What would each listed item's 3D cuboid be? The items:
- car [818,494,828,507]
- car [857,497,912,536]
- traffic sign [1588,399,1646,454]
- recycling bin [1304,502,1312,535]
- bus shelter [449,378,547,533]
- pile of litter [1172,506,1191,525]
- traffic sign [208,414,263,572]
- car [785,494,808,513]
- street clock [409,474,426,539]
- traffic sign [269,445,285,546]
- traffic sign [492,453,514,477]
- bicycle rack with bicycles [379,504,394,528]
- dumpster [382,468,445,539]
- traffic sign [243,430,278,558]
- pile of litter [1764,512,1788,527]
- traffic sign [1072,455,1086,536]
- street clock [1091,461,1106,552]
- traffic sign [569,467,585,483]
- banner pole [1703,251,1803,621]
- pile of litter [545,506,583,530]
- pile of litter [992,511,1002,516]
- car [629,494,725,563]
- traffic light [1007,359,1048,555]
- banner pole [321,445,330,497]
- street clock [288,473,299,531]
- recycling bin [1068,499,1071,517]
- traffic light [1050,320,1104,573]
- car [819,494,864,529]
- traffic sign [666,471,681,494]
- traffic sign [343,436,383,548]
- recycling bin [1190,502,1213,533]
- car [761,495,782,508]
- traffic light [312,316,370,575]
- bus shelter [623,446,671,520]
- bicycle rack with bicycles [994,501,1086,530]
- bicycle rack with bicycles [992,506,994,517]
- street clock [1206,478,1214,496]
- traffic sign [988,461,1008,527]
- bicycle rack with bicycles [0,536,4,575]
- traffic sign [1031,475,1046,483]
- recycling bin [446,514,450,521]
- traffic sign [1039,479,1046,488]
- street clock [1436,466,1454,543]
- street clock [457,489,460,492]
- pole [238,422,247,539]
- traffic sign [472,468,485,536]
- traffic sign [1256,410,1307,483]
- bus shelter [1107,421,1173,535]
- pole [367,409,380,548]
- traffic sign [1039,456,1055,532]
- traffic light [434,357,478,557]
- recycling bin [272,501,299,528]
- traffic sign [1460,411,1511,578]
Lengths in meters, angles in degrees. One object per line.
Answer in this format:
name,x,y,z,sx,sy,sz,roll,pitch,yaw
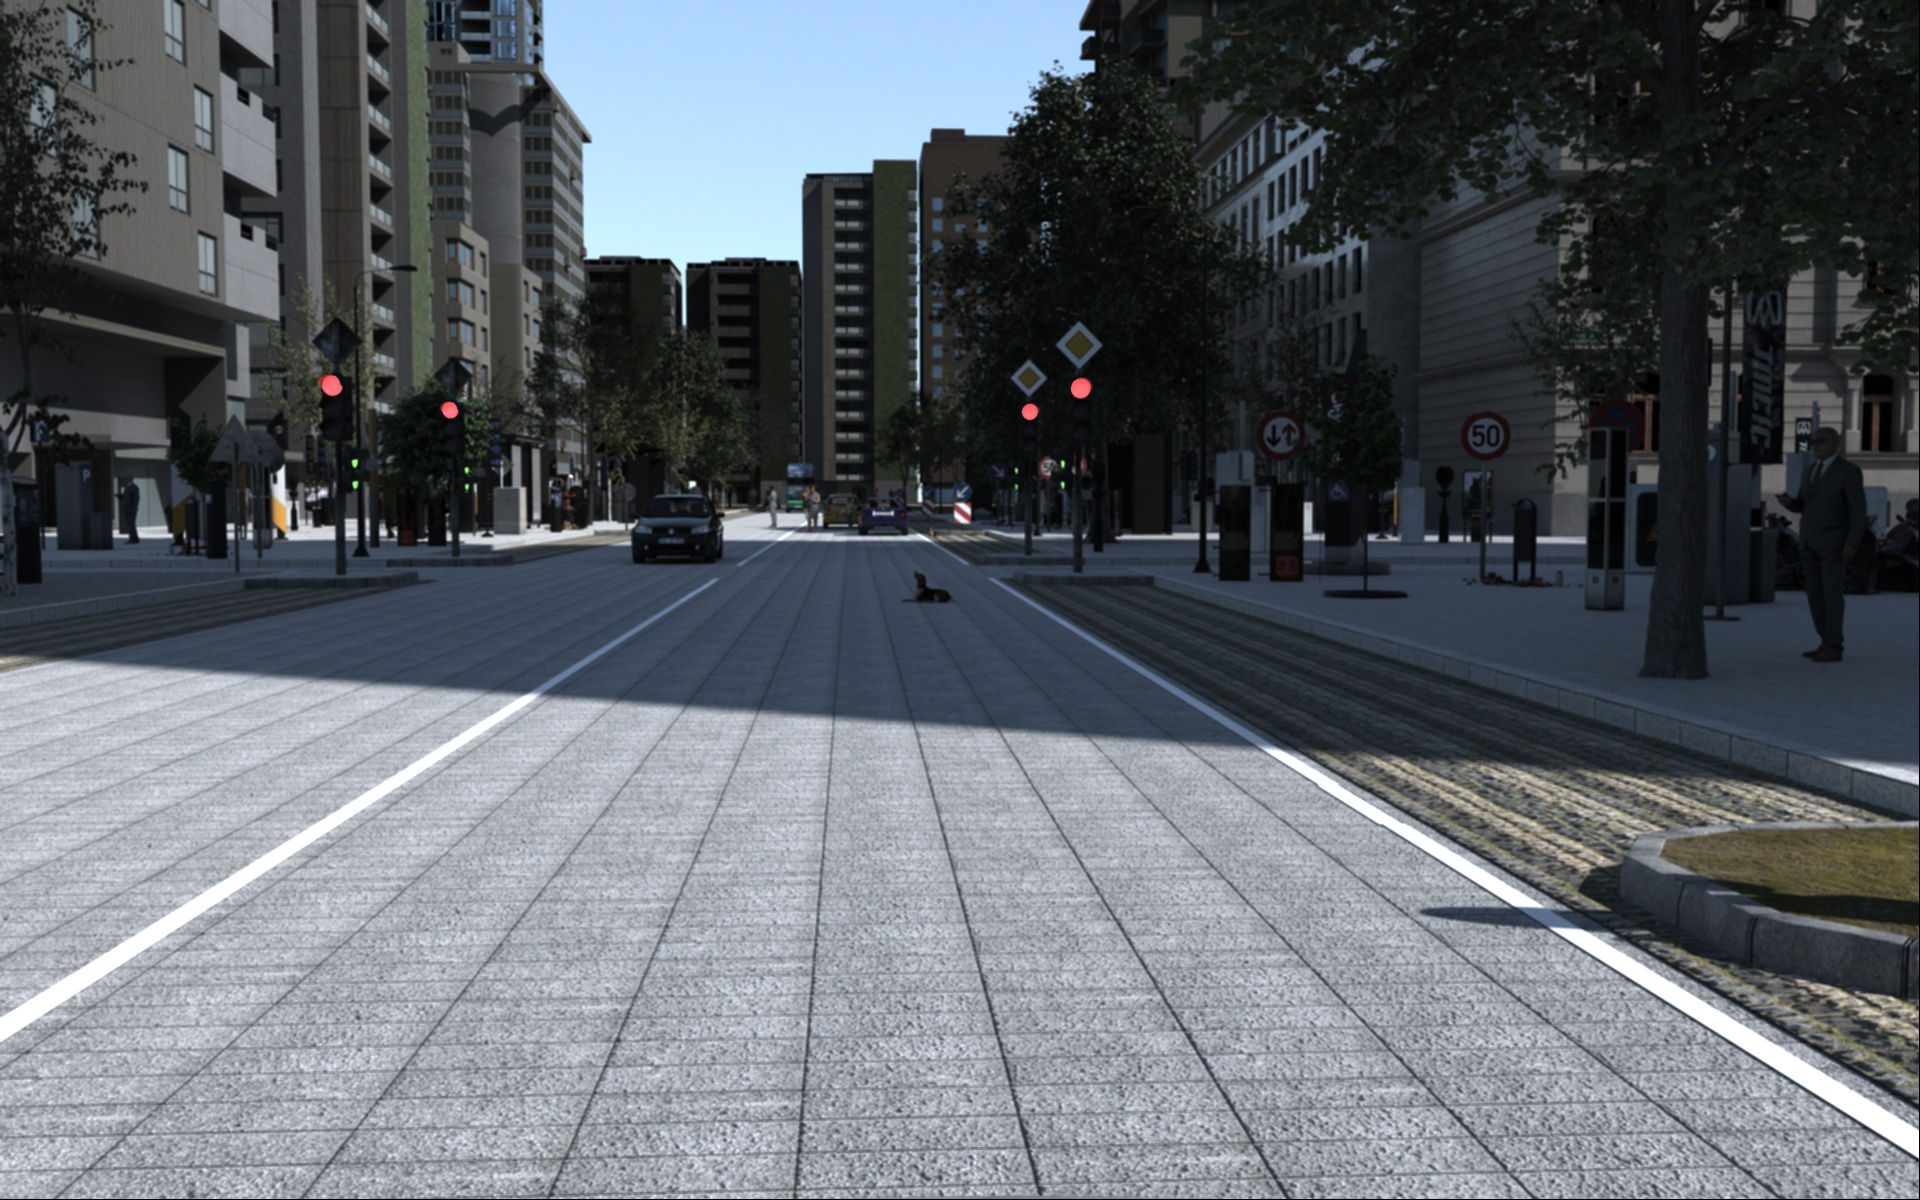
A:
car,-14.138,-9.802,172.272,2.014,1.417,4.499,0,4,-2
car,-2.677,-2.965,61.062,1.945,1.354,3.894,0,4,-2
traffic sign,8.828,-1.423,23.370,0.768,2.556,0.104,0,4,3
recycling bin,10.542,-2.548,54.207,0.722,1.027,0.722,-1,4,-19
bus shelter,-16.461,-5.112,61.211,2.179,5.291,8.768,0,4,-3
pile of litter,9.538,-3.635,73.393,1.176,0.858,1.719,1,4,8
traffic sign,-11.826,-1.729,28.272,0.884,2.594,0.081,0,4,-2
car,-12.350,-7.544,132.142,1.959,1.807,4.718,0,4,-4
street clock,-15.323,-2.717,48.995,0.471,2.002,0.358,2,4,30
traffic sign,-17.083,-2.614,42.843,0.768,2.556,0.104,0,4,-1
traffic sign,-14.572,-3.383,55.051,0.795,2.593,0.064,0,4,4
bicycle rack with bicycles,-21.050,-3.199,65.680,2.852,0.926,2.925,-1,4,-22
dumpster,-15.987,-2.941,50.576,1.502,2.255,1.985,0,4,-4
traffic sign,-13.992,-2.106,34.536,0.768,2.556,0.104,0,4,-3
pile of litter,19.780,-1.686,41.535,1.176,0.858,1.719,0,4,-1
traffic sign,3.522,-3.270,53.562,0.768,2.556,0.104,0,3,0
street clock,3.071,-2.069,38.397,0.358,2.002,0.471,0,4,-4
traffic sign,-18.583,-5.149,83.925,0.795,2.593,0.064,0,4,-2
banner pole,7.995,-1.687,17.607,0.863,3.779,0.401,0,4,-5
pile of litter,-14.279,-2.962,62.389,1.176,0.858,1.719,-2,4,-35
pile of litter,1.634,-5.419,102.571,1.719,0.858,1.176,1,4,22
car,-6.035,-1.677,37.209,2.009,1.686,4.222,0,4,-5
traffic light,1.412,-2.889,36.157,0.839,4.253,0.868,0,4,-4
banner pole,-26.598,-5.052,72.610,0.863,3.779,0.401,3,5,40
street clock,-23.325,-3.429,60.635,0.358,2.002,0.471,0,4,-6
recycling bin,5.743,-5.132,96.458,0.722,1.027,0.722,-1,4,-16
traffic light,1.908,-2.402,28.187,0.839,4.253,0.868,0,4,-4
car,-4.896,-3.814,72.589,2.015,1.641,3.980,0,4,-4
traffic sign,-16.121,-5.955,97.375,0.884,2.594,0.081,0,4,4
traffic sign,-13.417,-2.381,38.940,0.884,2.594,0.081,0,4,-1
recycling bin,8.026,-2.752,57.545,0.722,1.027,0.722,0,4,7
car,-18.687,-9.882,171.794,2.015,1.641,3.980,0,4,-4
traffic light,-9.830,-2.356,27.443,0.839,4.253,0.868,0,4,-4
bus shelter,-15.750,-5.876,87.352,1.731,3.624,6.357,0,4,-4
bicycle rack with bicycles,3.072,-3.019,62.750,2.852,0.926,2.925,-1,4,-14
bicycle rack with bicycles,1.496,-5.094,96.670,2.925,0.926,2.852,-1,4,-10
street clock,11.033,-4.409,76.655,0.358,2.002,0.471,-1,4,-13
traffic sign,1.483,-4.113,67.358,0.768,2.556,0.104,0,4,-2
bicycle rack with bicycles,-15.447,-0.758,25.770,2.925,0.926,2.852,-2,4,-34
traffic sign,3.546,-4.794,78.494,0.768,2.556,0.104,0,4,-1
recycling bin,-24.340,-4.217,81.502,0.722,1.027,0.722,0,4,4
traffic sign,3.709,-4.986,81.623,0.768,2.556,0.104,0,4,4
street clock,12.724,-2.503,45.500,0.358,2.002,0.471,-1,4,-22
street clock,-29.570,-5.982,102.383,0.471,2.002,0.358,3,5,40
pole,-20.300,-3.371,48.962,0.158,3.312,0.155,0,3,0
traffic sign,-14.756,-3.213,52.537,0.884,2.594,0.081,0,4,-2
traffic sign,4.853,-1.599,26.257,0.768,2.556,0.104,0,3,0
bus shelter,5.727,-4.045,57.416,1.731,3.624,6.357,0,4,-4
pole,-14.067,-2.917,41.538,0.158,3.312,0.155,0,3,0
traffic sign,3.011,-3.568,58.447,0.768,2.556,0.104,0,4,-1
traffic light,-10.326,-2.844,35.413,0.839,4.253,0.868,0,4,-4
recycling bin,-25.290,-3.203,64.924,0.722,1.027,0.722,1,4,22
traffic sign,8.030,-1.617,26.540,0.768,2.556,0.104,0,4,4
